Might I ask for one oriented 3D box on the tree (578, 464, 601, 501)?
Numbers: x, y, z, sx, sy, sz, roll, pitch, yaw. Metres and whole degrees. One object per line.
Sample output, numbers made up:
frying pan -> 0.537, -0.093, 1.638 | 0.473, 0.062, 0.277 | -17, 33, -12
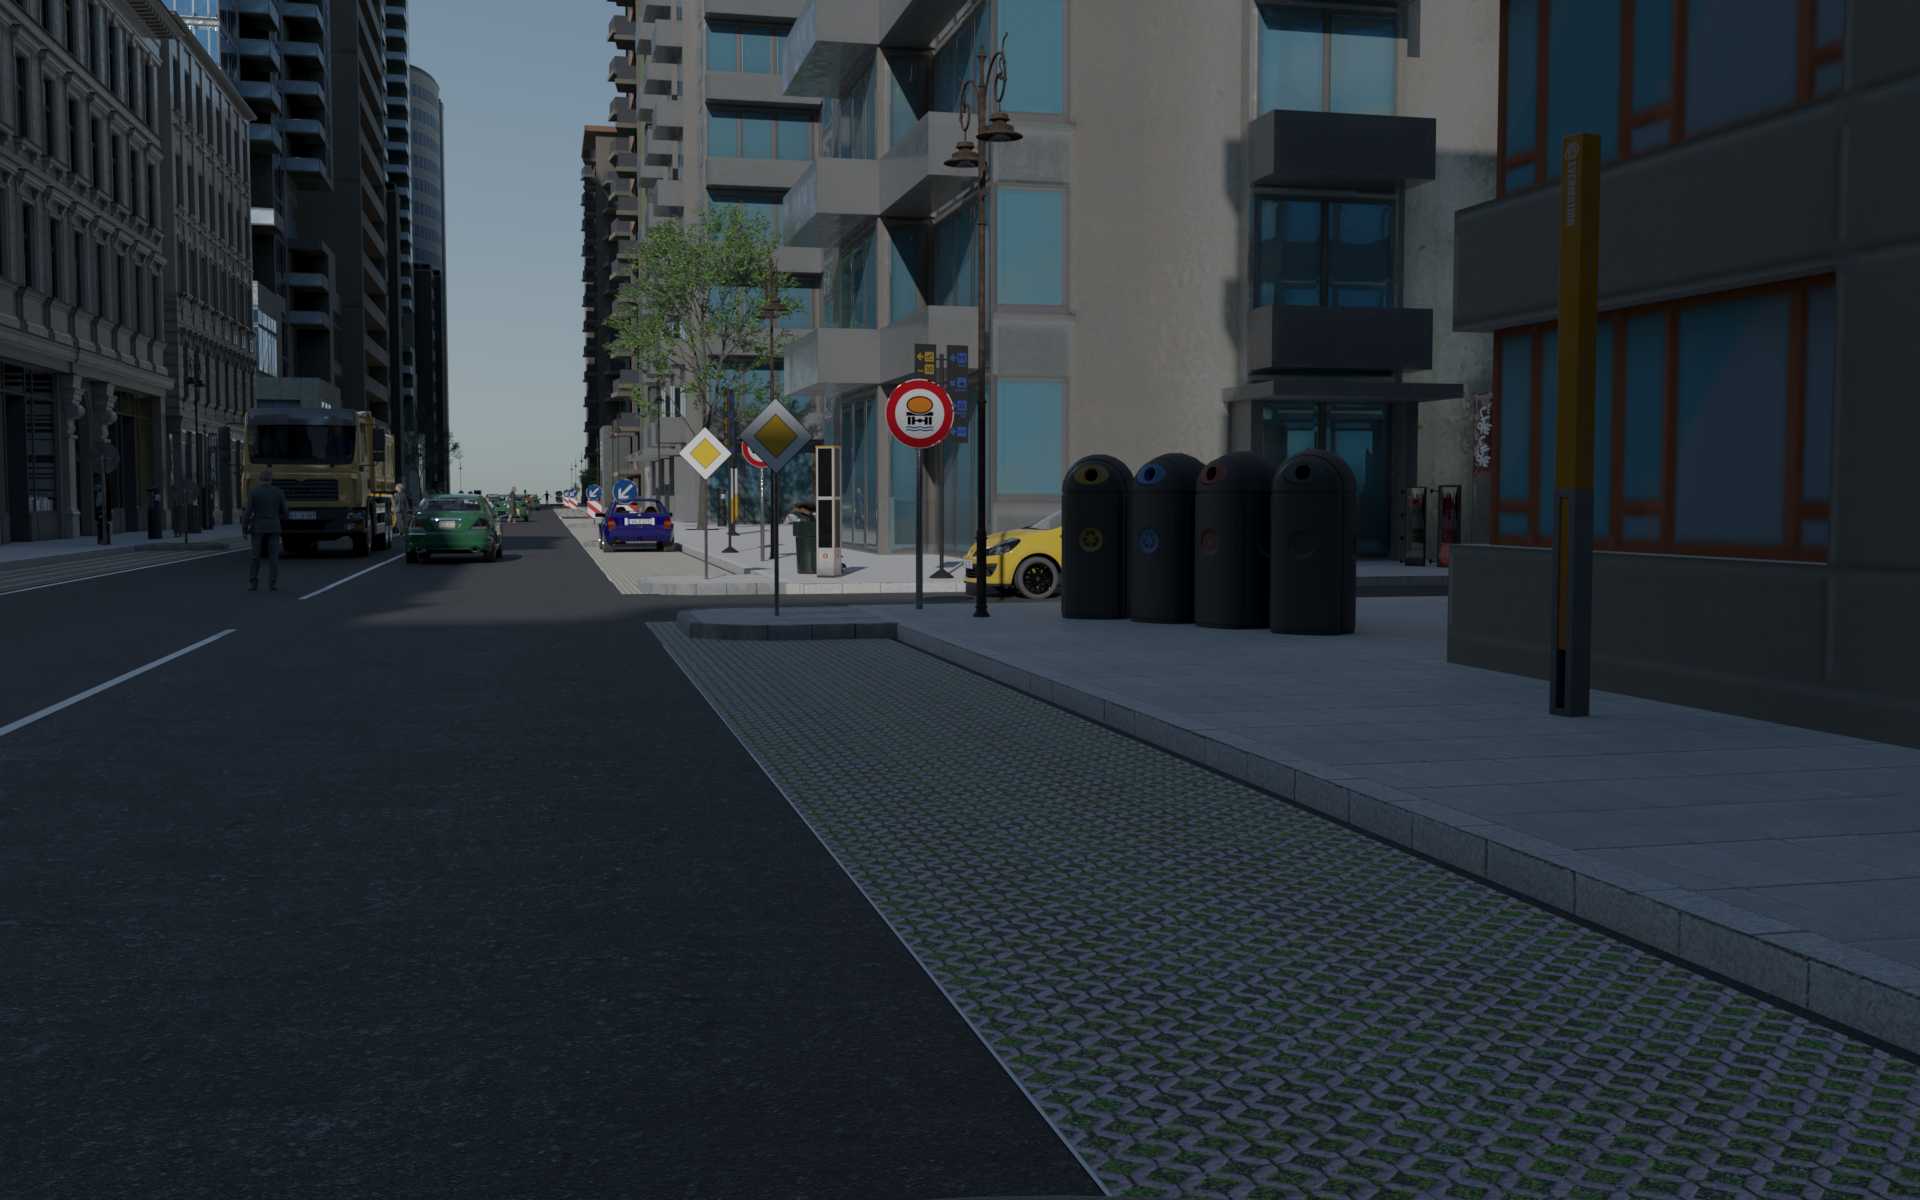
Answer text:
tree -> -39.091, -12.289, 184.632 | 4.285, 4.588, 4.351 | 0, 3, 0

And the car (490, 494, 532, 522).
car -> -23.384, -4.792, 90.147 | 2.131, 1.459, 4.920 | -1, 4, -14

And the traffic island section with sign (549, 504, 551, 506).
traffic island section with sign -> -47.109, -11.915, 203.439 | 1.989, 1.847, 2.006 | -1, 4, -14

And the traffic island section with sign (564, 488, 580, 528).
traffic island section with sign -> -15.799, -4.011, 74.206 | 1.989, 1.847, 2.006 | -1, 4, -14

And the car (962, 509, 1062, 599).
car -> 2.018, -0.883, 24.667 | 3.980, 1.641, 2.015 | -1, 4, -14

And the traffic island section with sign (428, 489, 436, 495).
traffic island section with sign -> -44.689, -8.455, 146.859 | 1.989, 1.847, 2.006 | -1, 4, -14

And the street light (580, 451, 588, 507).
street light -> -37.518, -12.276, 173.508 | 0.468, 5.910, 1.993 | -1, 4, -14

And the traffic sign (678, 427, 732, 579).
traffic sign -> -3.813, -1.365, 25.963 | 0.795, 2.450, 0.064 | -1, 4, -14

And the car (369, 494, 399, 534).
car -> -21.543, -3.276, 63.793 | 2.015, 1.641, 3.980 | -1, 4, -14

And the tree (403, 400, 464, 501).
tree -> -53.036, -14.428, 170.311 | 8.767, 10.594, 7.601 | -1, 4, -13

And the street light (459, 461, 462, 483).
street light -> -70.251, -16.569, 243.694 | 0.468, 5.910, 1.993 | -1, 4, -14

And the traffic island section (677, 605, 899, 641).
traffic island section -> -1.913, 0.244, 18.284 | 2.009, 0.180, 2.903 | -1, 4, -14

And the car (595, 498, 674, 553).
car -> -8.162, -1.893, 43.530 | 1.945, 1.354, 3.894 | -1, 4, -14

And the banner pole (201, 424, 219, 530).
banner pole -> -26.865, -4.408, 62.089 | 0.401, 3.779, 0.863 | 1, 4, 16

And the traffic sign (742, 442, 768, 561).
traffic sign -> -3.767, -2.011, 32.986 | 0.768, 2.556, 0.104 | -1, 4, -12

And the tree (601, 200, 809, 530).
tree -> -9.034, -8.281, 61.157 | 9.928, 11.665, 9.643 | 0, 3, 0

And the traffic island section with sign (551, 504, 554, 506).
traffic island section with sign -> -33.878, -8.576, 148.842 | 1.989, 1.847, 2.006 | -1, 4, -14

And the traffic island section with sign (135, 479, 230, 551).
traffic island section with sign -> -19.847, -2.183, 44.316 | 1.989, 1.847, 2.006 | -1, 4, -14

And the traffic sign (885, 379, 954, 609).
traffic sign -> -0.453, -1.171, 19.256 | 0.768, 2.556, 0.104 | -1, 4, -8

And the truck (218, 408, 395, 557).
truck -> -15.309, -2.797, 41.651 | 3.469, 3.379, 9.791 | -1, 4, -14

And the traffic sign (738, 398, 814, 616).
traffic sign -> -1.934, -0.890, 18.201 | 0.795, 2.450, 0.064 | -1, 4, -14

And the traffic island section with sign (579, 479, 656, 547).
traffic island section with sign -> -9.254, -2.358, 47.187 | 1.989, 1.847, 2.006 | -1, 4, -14

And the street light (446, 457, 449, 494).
street light -> -62.535, -14.601, 211.507 | 0.468, 5.910, 1.993 | -1, 4, -14

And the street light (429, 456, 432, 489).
street light -> -54.513, -12.583, 178.514 | 0.468, 5.910, 1.993 | -1, 4, -14

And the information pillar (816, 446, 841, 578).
information pillar -> -2.015, -1.351, 26.577 | 0.304, 2.012, 0.304 | 1, 4, 17

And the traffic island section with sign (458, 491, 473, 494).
traffic island section with sign -> -57.776, -11.759, 200.893 | 1.989, 1.847, 2.006 | -1, 4, -14

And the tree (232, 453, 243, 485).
tree -> -28.120, -4.570, 69.321 | 1.663, 3.219, 1.824 | 0, 3, 0

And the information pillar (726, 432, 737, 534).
information pillar -> -7.209, -3.882, 54.830 | 0.183, 3.616, 0.504 | -2, 4, -35

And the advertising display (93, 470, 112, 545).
advertising display -> -21.692, -2.362, 43.837 | 0.123, 1.923, 0.974 | -3, 5, -43

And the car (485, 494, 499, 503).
car -> -50.400, -10.883, 186.732 | 1.959, 1.807, 4.718 | -1, 4, -12

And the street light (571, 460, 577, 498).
street light -> -49.139, -15.219, 221.624 | 0.468, 5.910, 1.993 | -1, 4, -14

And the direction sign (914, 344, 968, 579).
direction sign -> -0.279, -2.099, 26.316 | 0.876, 3.537, 0.379 | -2, 4, -24

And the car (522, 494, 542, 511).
car -> -37.133, -8.398, 149.100 | 2.131, 1.459, 4.920 | -1, 4, -12

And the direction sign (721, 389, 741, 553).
direction sign -> -5.027, -2.798, 37.751 | 0.379, 3.537, 0.876 | -1, 4, -21

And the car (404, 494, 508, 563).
car -> -10.924, -1.573, 37.515 | 2.131, 1.459, 4.920 | -1, 4, -12

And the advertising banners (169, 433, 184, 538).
advertising banners -> -23.091, -3.353, 51.013 | 0.090, 3.025, 2.074 | -1, 4, -16

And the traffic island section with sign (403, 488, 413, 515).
traffic island section with sign -> -38.179, -6.809, 119.959 | 1.989, 1.847, 2.006 | -1, 4, -14

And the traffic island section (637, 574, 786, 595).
traffic island section -> -3.792, -0.230, 26.045 | 2.009, 0.180, 2.903 | -1, 4, -14

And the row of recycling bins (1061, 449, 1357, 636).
row of recycling bins -> 2.385, -0.610, 17.084 | 1.069, 1.692, 3.534 | -3, 5, -42

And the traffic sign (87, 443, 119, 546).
traffic sign -> -21.252, -2.622, 42.968 | 0.768, 2.556, 0.104 | 0, 4, -6

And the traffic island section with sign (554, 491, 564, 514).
traffic island section with sign -> -27.531, -6.973, 122.642 | 1.989, 1.847, 2.006 | -1, 4, -14

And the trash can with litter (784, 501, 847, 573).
trash can with litter -> -2.328, -1.022, 28.103 | 0.624, 1.170, 1.055 | 2, 4, 29

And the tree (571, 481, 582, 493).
tree -> -55.492, -15.612, 249.855 | 1.663, 3.219, 1.824 | 0, 3, 0

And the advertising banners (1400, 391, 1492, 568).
advertising banners -> 8.489, -2.073, 30.087 | 0.090, 3.025, 2.074 | -2, 4, -34
